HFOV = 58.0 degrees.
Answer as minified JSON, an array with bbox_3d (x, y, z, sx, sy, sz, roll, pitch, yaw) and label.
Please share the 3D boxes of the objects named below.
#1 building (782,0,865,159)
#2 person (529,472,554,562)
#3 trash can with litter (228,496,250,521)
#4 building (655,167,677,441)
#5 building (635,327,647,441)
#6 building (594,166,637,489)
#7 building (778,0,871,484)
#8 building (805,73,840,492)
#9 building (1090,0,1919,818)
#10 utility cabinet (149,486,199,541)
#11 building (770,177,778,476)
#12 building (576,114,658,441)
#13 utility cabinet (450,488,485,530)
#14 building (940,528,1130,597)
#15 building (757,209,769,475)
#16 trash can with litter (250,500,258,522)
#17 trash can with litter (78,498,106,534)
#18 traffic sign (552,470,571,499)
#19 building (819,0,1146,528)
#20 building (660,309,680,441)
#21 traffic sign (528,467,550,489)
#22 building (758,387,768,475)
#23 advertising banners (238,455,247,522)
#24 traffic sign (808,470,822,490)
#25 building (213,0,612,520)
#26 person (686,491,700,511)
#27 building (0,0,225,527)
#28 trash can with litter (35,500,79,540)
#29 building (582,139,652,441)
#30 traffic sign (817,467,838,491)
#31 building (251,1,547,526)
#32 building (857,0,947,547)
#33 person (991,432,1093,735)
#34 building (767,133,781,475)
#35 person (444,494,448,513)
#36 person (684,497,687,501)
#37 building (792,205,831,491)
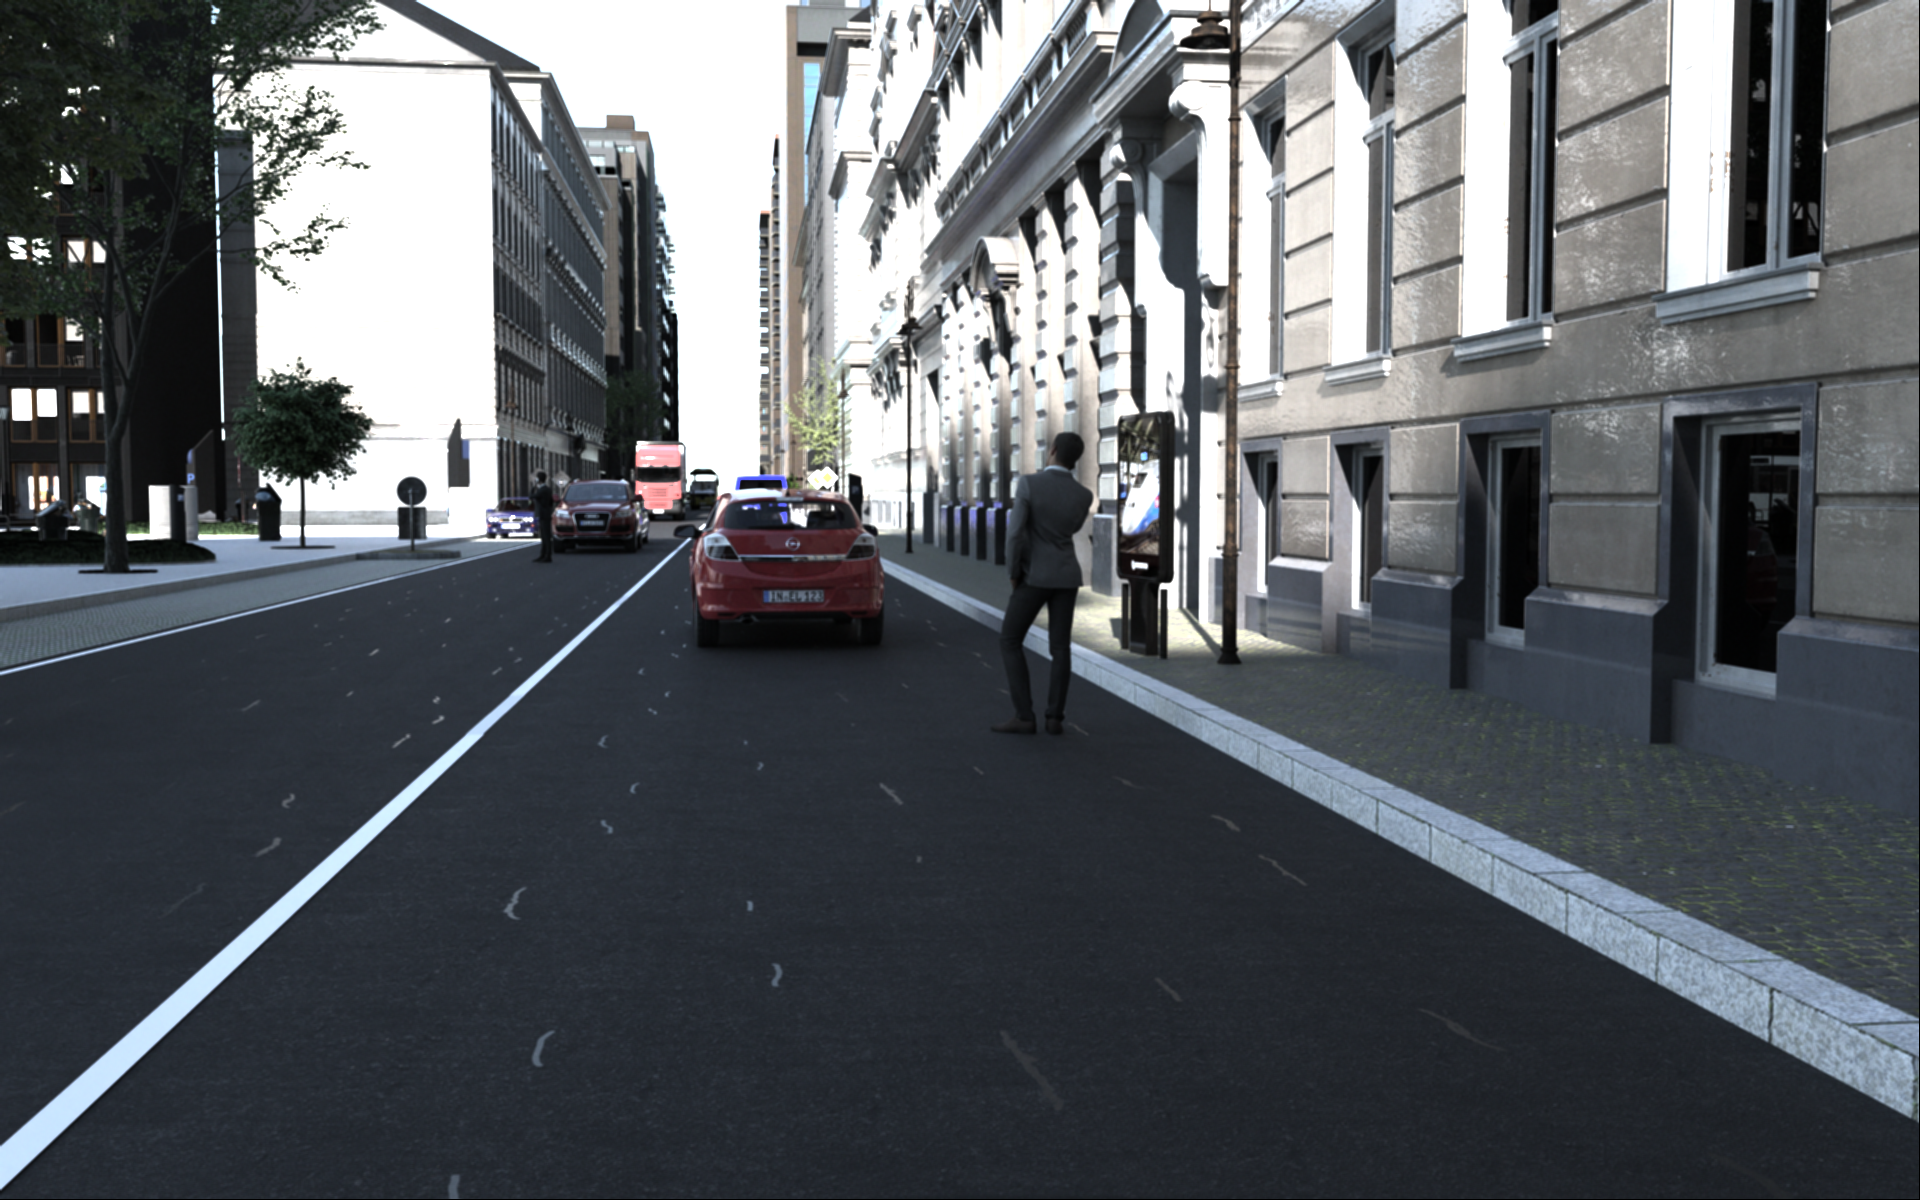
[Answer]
[{"bbox_3d":[-9.003,-31.074,158.173,14.600,45.320,14.200,0,4,-7],"label":"building"},{"bbox_3d":[-8.801,-1.744,36.378,0.474,1.900,0.648,0,4,-7],"label":"person"},{"bbox_3d":[-33.559,-4.237,80.670,0.624,1.170,1.055,1,4,21],"label":"trash can with litter"},{"bbox_3d":[-52.184,-38.023,241.285,23.786,49.044,30.456,0,4,-7],"label":"building"},{"bbox_3d":[-45.919,-20.014,172.273,27.650,21.520,28.899,0,4,-7],"label":"building"},{"bbox_3d":[-35.858,-23.231,151.527,14.160,30.474,14.107,0,4,-7],"label":"building"},{"bbox_3d":[-8.152,-38.974,179.216,21.231,58.520,28.212,0,4,-7],"label":"building"},{"bbox_3d":[-1.842,-19.109,105.941,14.314,27.812,24.014,0,4,-7],"label":"building"},{"bbox_3d":[9.460,-13.754,10.782,13.634,28.700,20.117,0,4,-7],"label":"building"},{"bbox_3d":[-21.284,-2.339,46.925,0.318,1.500,1.173,3,5,41],"label":"utility cabinet"},{"bbox_3d":[-19.053,-36.015,238.948,14.600,45.320,14.200,0,4,-7],"label":"building"},{"bbox_3d":[-43.759,-34.122,208.013,14.600,45.320,14.200,0,4,-7],"label":"building"},{"bbox_3d":[-17.300,-3.190,60.835,1.173,1.500,0.318,-1,4,-14],"label":"utility cabinet"},{"bbox_3d":[5.466,-12.337,30.588,11.050,23.489,19.941,0,4,-7],"label":"building"},{"bbox_3d":[-19.271,-37.126,261.637,22.147,44.769,28.867,0,4,-7],"label":"building"},{"bbox_3d":[-23.802,-2.923,59.172,0.624,1.170,1.055,-1,4,-21],"label":"trash can with litter"},{"bbox_3d":[-24.409,-2.296,48.934,0.624,1.170,1.055,2,4,32],"label":"trash can with litter"},{"bbox_3d":[-16.283,-4.107,70.785,0.795,2.450,0.064,0,4,-7],"label":"traffic sign"},{"bbox_3d":[4.013,-15.183,77.122,19.941,23.489,11.050,0,4,-7],"label":"building"},{"bbox_3d":[-50.282,-30.169,264.956,14.160,30.474,14.107,0,4,-7],"label":"building"},{"bbox_3d":[-15.271,-3.622,62.864,0.795,2.450,0.064,0,4,-7],"label":"traffic sign"},{"bbox_3d":[-19.992,-27.357,292.327,27.650,21.520,28.899,0,4,-7],"label":"building"},{"bbox_3d":[-30.008,-4.659,72.370,0.090,3.025,2.074,-1,4,-15],"label":"advertising banners"},{"bbox_3d":[-5.920,-4.186,72.083,0.795,2.450,0.064,0,4,-7],"label":"traffic sign"},{"bbox_3d":[-31.745,-20.295,108.242,17.030,29.872,44.131,0,4,-7],"label":"building"},{"bbox_3d":[-22.784,-8.481,147.880,1.217,1.735,0.721,-1,4,-21],"label":"person"},{"bbox_3d":[-41.034,-14.834,72.217,15.834,23.373,12.332,0,4,-7],"label":"building"},{"bbox_3d":[-18.182,-1.400,34.275,0.624,1.170,1.055,3,5,40],"label":"trash can with litter"},{"bbox_3d":[-42.116,-31.214,193.936,14.154,41.232,14.086,0,4,-7],"label":"building"},{"bbox_3d":[-4.908,-3.701,64.162,0.795,2.450,0.064,0,4,-7],"label":"traffic sign"},{"bbox_3d":[-24.521,-13.999,78.040,9.793,20.994,18.267,0,4,-7],"label":"building"},{"bbox_3d":[4.254,-16.220,52.595,14.401,28.519,23.554,0,4,-7],"label":"building"},{"bbox_3d":[0.493,-0.105,10.401,0.592,1.802,0.473,-1,4,-10],"label":"person"},{"bbox_3d":[-11.467,-33.895,208.809,22.147,44.769,28.867,0,4,-7],"label":"building"},{"bbox_3d":[-19.444,-3.507,66.516,0.731,1.740,0.598,-1,4,-18],"label":"person"},{"bbox_3d":[-35.142,-12.993,221.618,0.721,1.739,1.217,0,4,5],"label":"person"},{"bbox_3d":[-4.276,-18.330,132.984,16.112,22.955,30.059,0,4,-7],"label":"building"}]
